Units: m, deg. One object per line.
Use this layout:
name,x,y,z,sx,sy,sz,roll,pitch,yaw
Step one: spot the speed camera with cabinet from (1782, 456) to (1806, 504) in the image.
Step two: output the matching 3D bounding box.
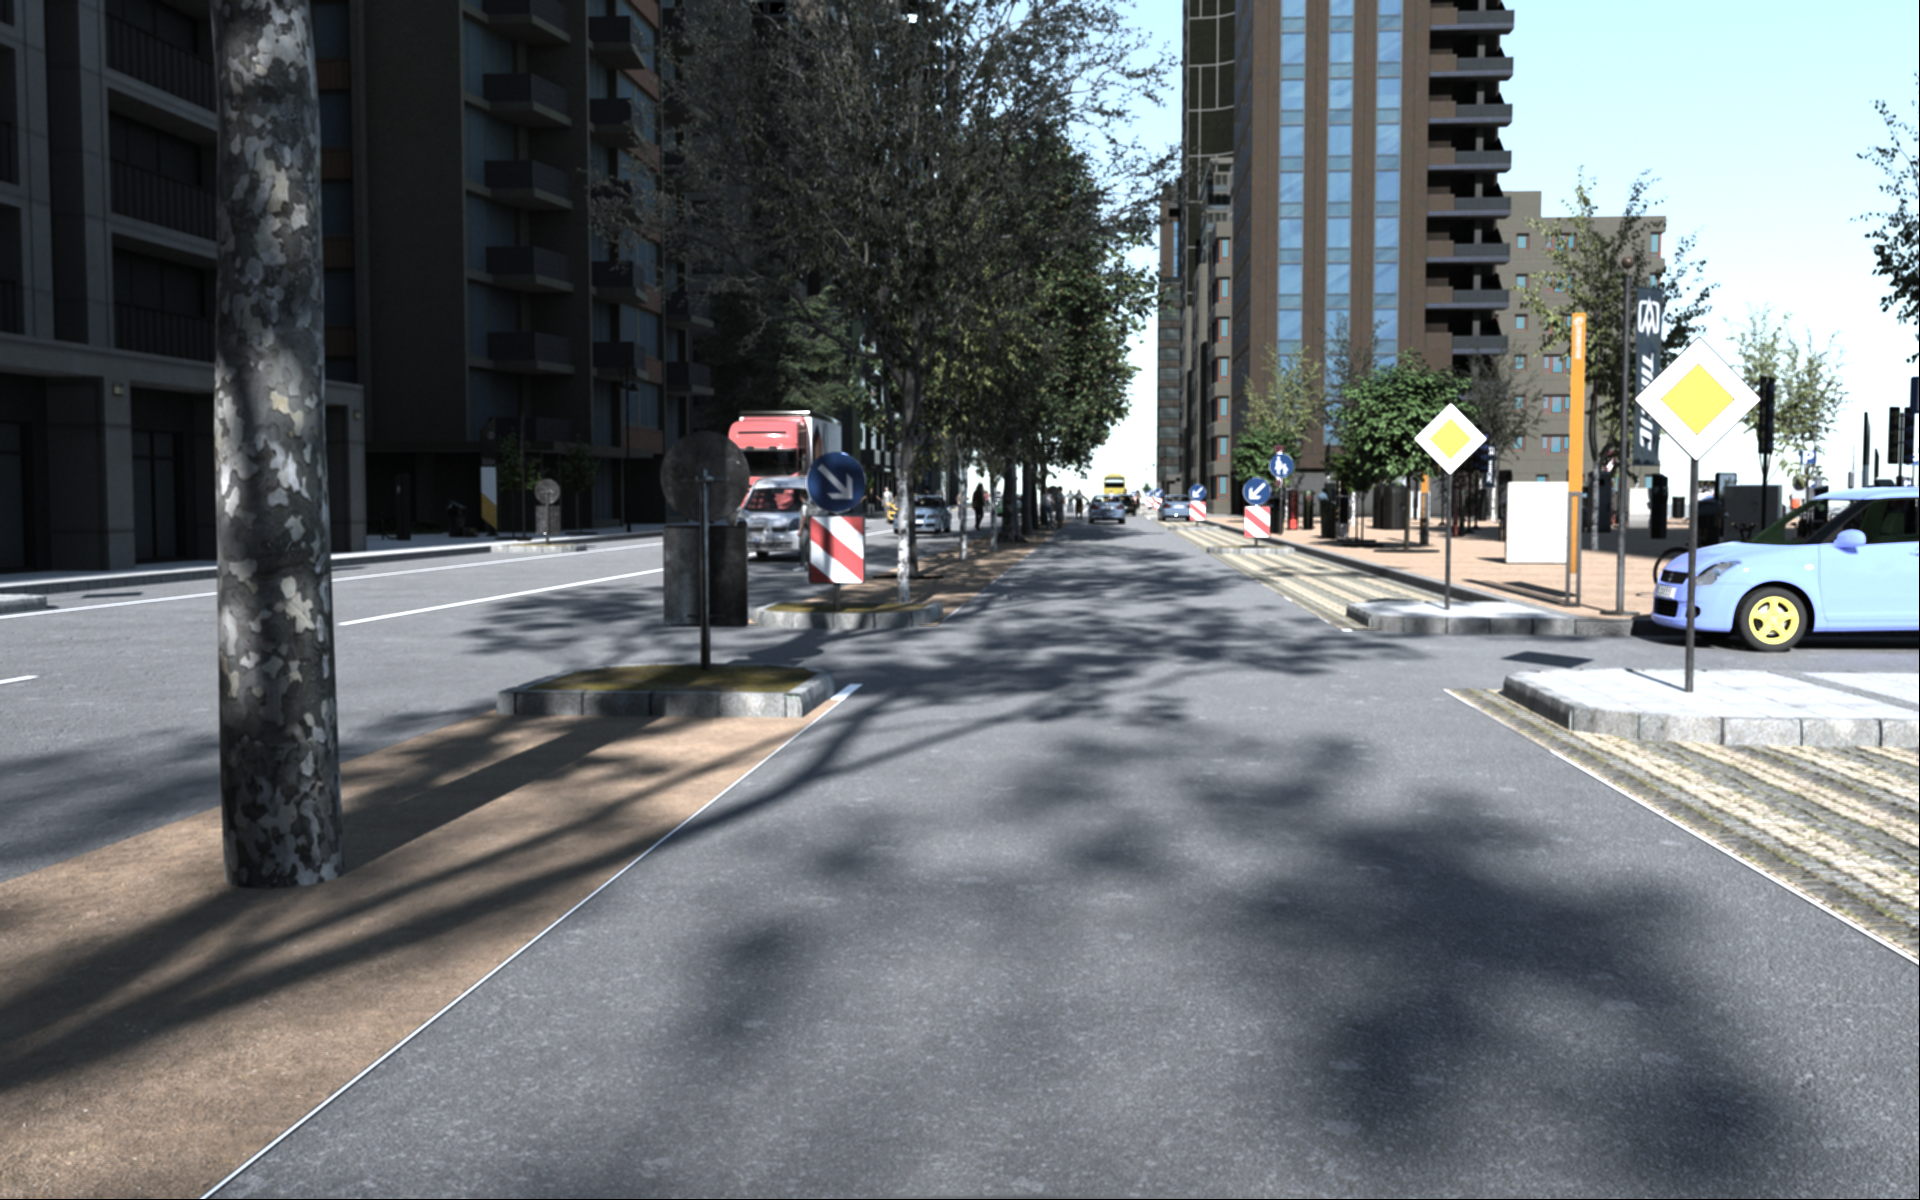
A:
speed camera with cabinet,38.044,-5.240,80.006,2.038,3.252,0.660,2,4,29

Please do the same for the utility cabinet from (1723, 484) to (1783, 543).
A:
utility cabinet,18.285,-1.913,39.959,1.173,1.500,0.318,3,5,42

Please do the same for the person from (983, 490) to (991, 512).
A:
person,2.204,-7.859,137.709,1.217,1.743,0.721,-2,4,-24

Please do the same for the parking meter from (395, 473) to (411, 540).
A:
parking meter,-15.466,-2.592,48.084,0.399,1.863,0.255,3,5,43

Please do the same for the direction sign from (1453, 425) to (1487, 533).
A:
direction sign,16.727,-3.964,56.813,0.379,3.537,0.876,-2,4,-27

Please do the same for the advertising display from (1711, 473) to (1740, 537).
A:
advertising display,23.044,-2.870,52.139,0.974,1.923,0.123,-2,4,-35

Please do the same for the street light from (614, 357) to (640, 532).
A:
street light,-11.204,-5.238,58.426,0.468,5.910,1.993,0,4,5

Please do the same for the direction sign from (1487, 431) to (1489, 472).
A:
direction sign,18.736,-4.331,62.809,0.876,3.537,0.379,3,5,40

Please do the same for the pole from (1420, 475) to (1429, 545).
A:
pole,11.762,-3.055,43.789,0.158,3.312,0.155,0,3,0

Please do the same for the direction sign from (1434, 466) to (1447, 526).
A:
direction sign,19.672,-4.802,70.517,0.876,3.537,0.379,0,4,4

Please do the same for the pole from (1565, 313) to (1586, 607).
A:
pole,6.974,-1.576,19.614,0.158,3.312,0.155,0,3,0

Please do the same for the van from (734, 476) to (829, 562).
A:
van,-3.882,-1.895,37.998,2.013,2.044,4.112,0,4,3

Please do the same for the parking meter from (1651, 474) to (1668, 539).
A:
parking meter,20.149,-2.701,49.874,0.255,1.863,0.399,-2,4,-28

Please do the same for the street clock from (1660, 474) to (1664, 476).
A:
street clock,25.368,-3.567,62.889,0.358,2.002,0.471,0,4,-3

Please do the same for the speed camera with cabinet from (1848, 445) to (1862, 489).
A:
speed camera with cabinet,35.811,-4.543,68.610,0.660,3.252,2.038,1,4,10

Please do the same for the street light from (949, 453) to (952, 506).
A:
street light,-0.910,-12.704,180.500,0.468,5.910,1.993,0,4,5

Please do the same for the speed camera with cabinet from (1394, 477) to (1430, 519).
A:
speed camera with cabinet,23.382,-5.826,89.586,0.660,3.252,2.038,-2,4,-30

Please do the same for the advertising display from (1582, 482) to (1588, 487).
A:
advertising display,32.074,-5.139,89.240,0.123,1.923,0.974,3,5,41

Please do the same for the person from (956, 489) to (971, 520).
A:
person,0.228,-5.345,96.427,0.617,1.759,0.750,3,5,39

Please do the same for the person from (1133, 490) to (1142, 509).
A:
person,17.428,-9.870,169.888,1.348,1.823,0.705,-3,5,-40

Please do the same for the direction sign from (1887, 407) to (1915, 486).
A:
direction sign,24.466,-3.246,45.075,0.876,3.537,0.379,-1,4,-21

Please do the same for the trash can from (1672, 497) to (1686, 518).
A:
trash can,38.137,-4.910,91.934,0.748,1.137,0.748,0,3,0

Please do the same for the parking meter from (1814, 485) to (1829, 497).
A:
parking meter,24.859,-2.544,50.013,0.372,1.533,0.369,0,3,0

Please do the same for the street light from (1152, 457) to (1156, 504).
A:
street light,24.070,-14.844,215.484,0.468,5.910,1.993,0,4,5

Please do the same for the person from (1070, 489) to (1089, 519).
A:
person,6.900,-5.551,99.987,1.217,1.736,0.721,-1,4,-12

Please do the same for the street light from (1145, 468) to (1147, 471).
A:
street light,27.141,-17.113,252.580,0.468,5.910,1.993,0,4,5

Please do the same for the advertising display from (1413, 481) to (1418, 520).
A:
advertising display,22.692,-4.959,86.298,0.123,1.923,0.974,0,4,8

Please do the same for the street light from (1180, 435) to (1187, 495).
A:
street light,17.037,-9.762,132.390,0.468,5.910,1.993,0,4,5

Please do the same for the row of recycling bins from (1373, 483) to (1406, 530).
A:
row of recycling bins,15.805,-3.467,63.793,1.069,1.692,3.534,0,4,6

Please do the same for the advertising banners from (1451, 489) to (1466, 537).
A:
advertising banners,14.767,-3.385,51.528,0.090,3.025,2.074,2,4,30

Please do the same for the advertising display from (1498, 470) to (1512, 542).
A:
advertising display,14.679,-2.536,46.685,0.123,1.923,0.974,0,4,4

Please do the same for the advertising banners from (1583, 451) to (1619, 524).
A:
advertising banners,25.767,-4.550,70.581,2.074,3.025,0.090,-1,4,-9

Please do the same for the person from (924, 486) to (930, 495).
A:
person,-1.880,-5.414,96.649,0.705,1.869,1.348,2,4,27

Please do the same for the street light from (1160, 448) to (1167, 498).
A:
street light,20.756,-12.576,178.408,0.468,5.910,1.993,0,4,5

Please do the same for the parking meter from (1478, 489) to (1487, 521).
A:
parking meter,25.197,-4.592,83.487,0.372,1.533,0.369,0,3,0

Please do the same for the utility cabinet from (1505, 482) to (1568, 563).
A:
utility cabinet,10.625,-1.411,31.754,1.173,1.500,0.318,1,4,12

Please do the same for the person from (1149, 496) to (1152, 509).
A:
person,16.789,-8.817,153.603,0.436,1.711,0.756,0,4,8

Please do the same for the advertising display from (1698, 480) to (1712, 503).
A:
advertising display,34.927,-4.656,81.340,0.974,1.923,0.123,2,4,33

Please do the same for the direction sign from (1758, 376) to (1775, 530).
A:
direction sign,15.595,-2.542,33.552,0.379,3.537,0.876,3,5,40

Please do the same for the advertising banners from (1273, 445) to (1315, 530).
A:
advertising banners,11.910,-4.010,61.758,2.074,3.025,0.090,-2,4,-34

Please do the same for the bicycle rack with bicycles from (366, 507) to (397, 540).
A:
bicycle rack with bicycles,-17.392,-2.126,48.144,2.925,0.926,2.852,1,4,14

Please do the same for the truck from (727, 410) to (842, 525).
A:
truck,-6.034,-4.361,60.218,2.839,4.237,11.283,0,4,4

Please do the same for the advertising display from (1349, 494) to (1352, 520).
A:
advertising display,19.522,-5.002,87.003,0.123,1.923,0.974,3,4,39

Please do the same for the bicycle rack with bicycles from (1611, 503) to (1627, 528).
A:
bicycle rack with bicycles,26.049,-3.301,67.353,2.925,0.926,2.852,-1,4,-10

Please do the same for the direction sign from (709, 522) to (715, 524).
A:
direction sign,-10.807,-5.073,74.945,0.379,3.537,0.876,2,4,29

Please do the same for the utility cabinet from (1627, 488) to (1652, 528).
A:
utility cabinet,25.261,-3.377,63.894,1.173,1.500,0.318,1,4,9

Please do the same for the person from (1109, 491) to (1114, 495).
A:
person,14.212,-9.348,162.283,0.756,1.711,0.436,2,4,32

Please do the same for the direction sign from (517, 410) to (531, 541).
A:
direction sign,-11.944,-3.387,47.369,0.379,3.537,0.876,-1,4,-9

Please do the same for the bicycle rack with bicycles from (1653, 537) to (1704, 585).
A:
bicycle rack with bicycles,9.872,-0.450,20.737,2.925,0.926,2.852,1,4,16
